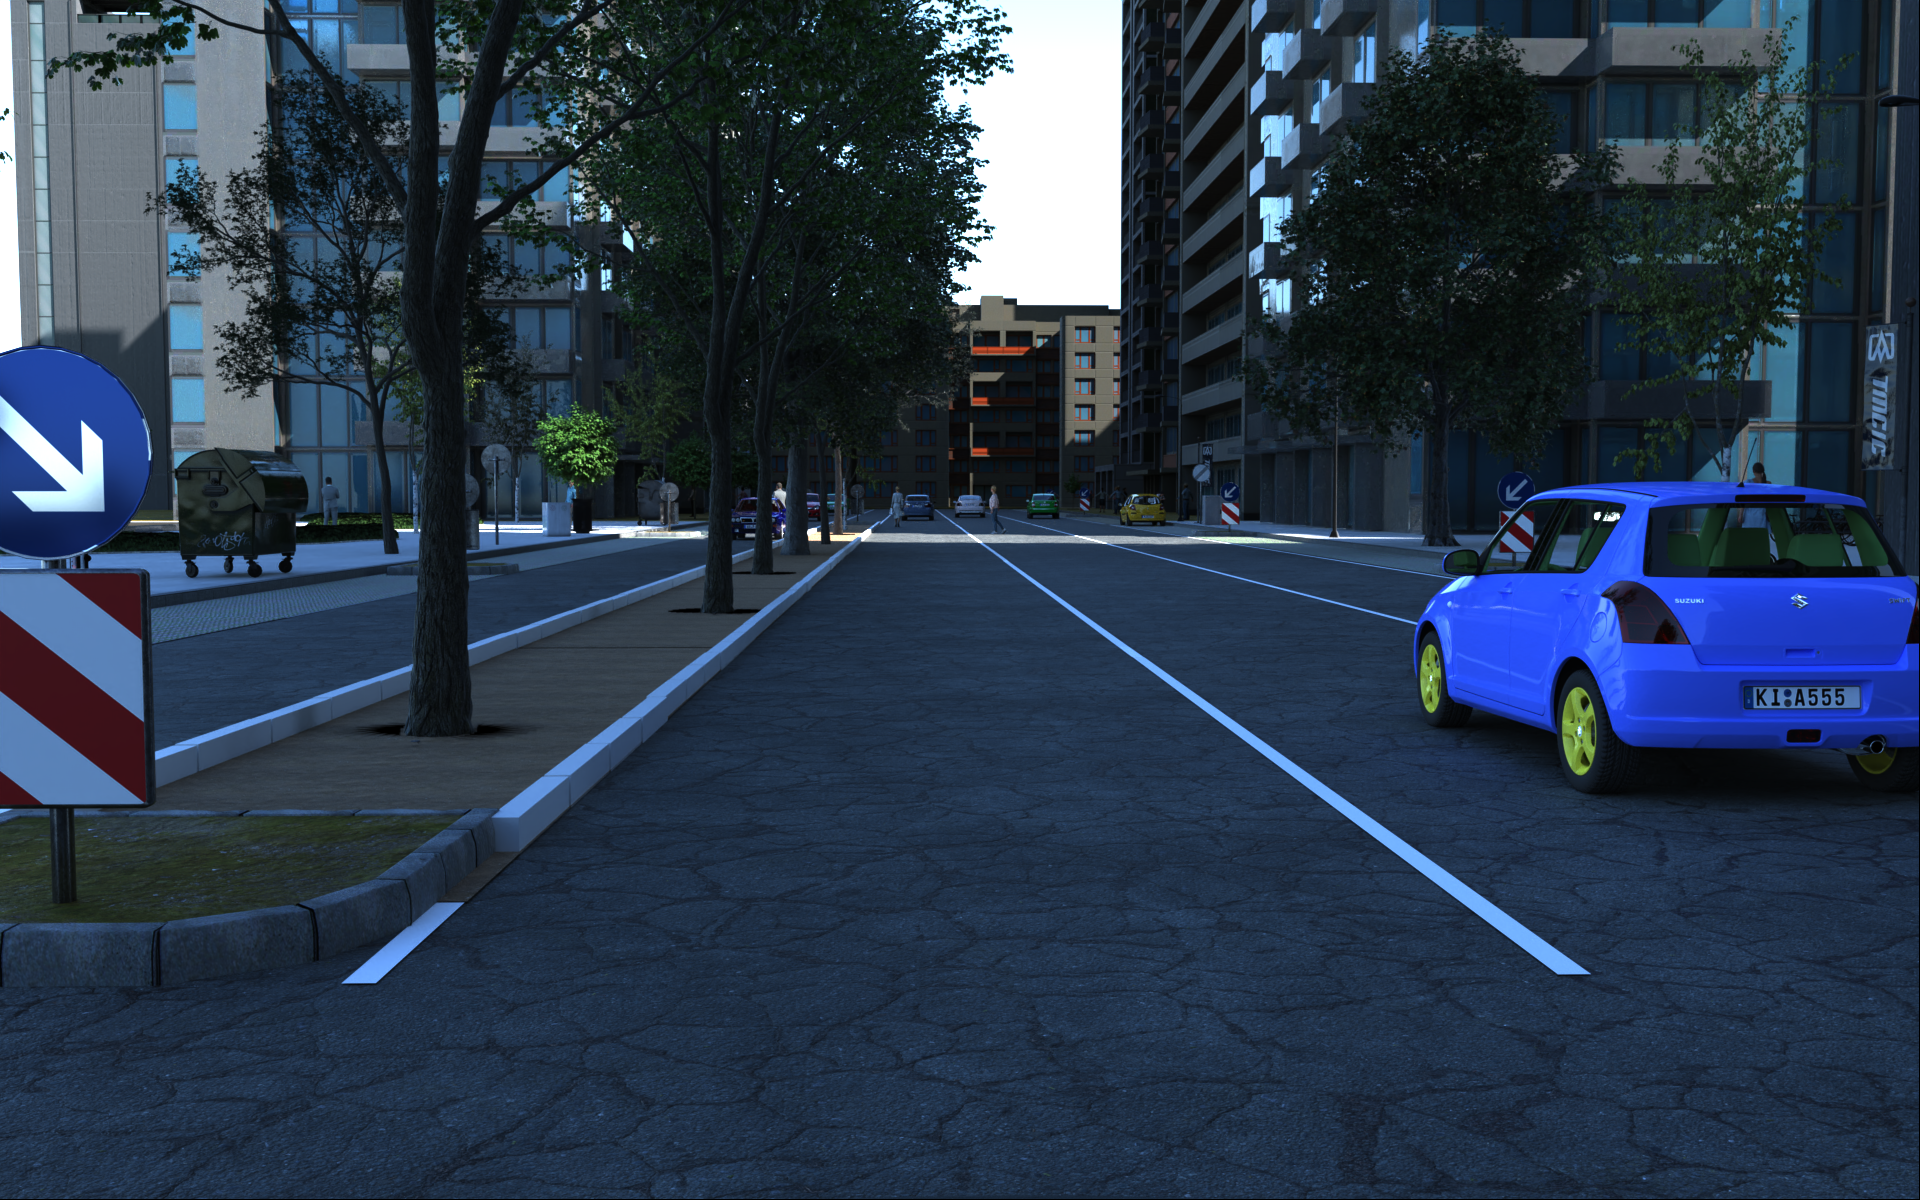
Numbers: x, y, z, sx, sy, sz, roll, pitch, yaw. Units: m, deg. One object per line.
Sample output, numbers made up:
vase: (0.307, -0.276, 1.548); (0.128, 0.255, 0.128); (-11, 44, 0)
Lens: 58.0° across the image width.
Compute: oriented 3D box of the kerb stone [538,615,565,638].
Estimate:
kerb stone: (-4.191, 0.284, 17.560); (0.120, 0.150, 1.000); (0, 4, -2)

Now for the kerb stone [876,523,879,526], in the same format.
kerb stone: (-3.509, -2.982, 70.947); (0.120, 0.150, 1.000); (0, 4, -2)

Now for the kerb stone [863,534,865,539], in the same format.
kerb stone: (-3.021, -1.844, 52.503); (0.120, 0.150, 1.000); (0, 4, -2)

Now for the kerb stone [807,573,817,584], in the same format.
kerb stone: (-2.342, -0.281, 26.852); (0.120, 0.150, 1.000); (0, 4, -2)

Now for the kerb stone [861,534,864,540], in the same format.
kerb stone: (-2.999, -1.791, 51.470); (0.120, 0.150, 1.000); (0, 4, -2)

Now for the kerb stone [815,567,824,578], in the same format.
kerb stone: (-2.397, -0.409, 28.895); (0.120, 0.150, 1.000); (0, 4, -2)

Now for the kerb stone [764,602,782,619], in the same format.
kerb stone: (-2.154, 0.154, 19.675); (0.120, 0.150, 1.000); (0, 4, -2)

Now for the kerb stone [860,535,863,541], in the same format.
kerb stone: (-2.970, -1.726, 50.447); (0.120, 0.150, 1.000); (0, 4, -2)

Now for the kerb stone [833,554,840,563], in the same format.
kerb stone: (-2.567, -0.786, 35.054); (0.120, 0.150, 1.000); (0, 4, -2)

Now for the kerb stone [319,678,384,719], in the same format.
kerb stone: (-4.034, 0.659, 11.425); (0.120, 0.150, 1.000); (0, 4, -2)

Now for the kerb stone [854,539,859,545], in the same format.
kerb stone: (-2.854, -1.477, 46.345); (0.120, 0.150, 1.000); (0, 4, -2)

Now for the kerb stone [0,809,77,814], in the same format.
kerb stone: (-3.924, 0.909, 7.329); (0.120, 0.150, 1.000); (0, 4, -2)

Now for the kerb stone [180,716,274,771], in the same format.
kerb stone: (-3.977, 0.784, 9.380); (0.120, 0.150, 1.000); (0, 4, -2)

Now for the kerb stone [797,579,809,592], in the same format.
kerb stone: (-2.289, -0.160, 24.804); (0.120, 0.150, 1.000); (0, 4, -2)

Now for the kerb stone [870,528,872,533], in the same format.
kerb stone: (-3.238, -2.355, 60.693); (0.120, 0.150, 1.000); (0, 4, -2)

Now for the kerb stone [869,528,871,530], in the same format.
kerb stone: (-3.212, -2.292, 59.671); (0.120, 0.150, 1.000); (0, 4, -2)

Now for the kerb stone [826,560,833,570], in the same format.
kerb stone: (-2.479, -0.598, 31.979); (0.120, 0.150, 1.000); (0, 4, -2)

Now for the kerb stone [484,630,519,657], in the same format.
kerb stone: (-4.147, 0.409, 15.514); (0.120, 0.150, 1.000); (0, 4, -2)

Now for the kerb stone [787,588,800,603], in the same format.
kerb stone: (-2.231, -0.024, 22.747); (0.120, 0.150, 1.000); (0, 4, -2)

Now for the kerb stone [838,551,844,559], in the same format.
kerb stone: (-2.616, -0.912, 37.104); (0.120, 0.150, 1.000); (0, 4, -2)

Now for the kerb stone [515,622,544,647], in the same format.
kerb stone: (-4.166, 0.350, 16.536); (0.120, 0.150, 1.000); (0, 4, -2)

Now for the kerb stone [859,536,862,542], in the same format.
kerb stone: (-2.943, -1.665, 49.425); (0.120, 0.150, 1.000); (0, 4, -2)

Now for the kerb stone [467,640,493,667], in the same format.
kerb stone: (-4.112, 0.471, 14.492); (0.120, 0.150, 1.000); (0, 4, -2)

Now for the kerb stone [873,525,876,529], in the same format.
kerb stone: (-3.371, -2.669, 65.827); (0.120, 0.150, 1.000); (0, 4, -2)

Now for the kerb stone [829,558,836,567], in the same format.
kerb stone: (-2.495, -0.658, 33.002); (0.120, 0.150, 1.000); (0, 4, -2)

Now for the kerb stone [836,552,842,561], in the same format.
kerb stone: (-2.587, -0.849, 36.082); (0.120, 0.150, 1.000); (0, 4, -2)

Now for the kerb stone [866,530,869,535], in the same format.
kerb stone: (-3.130, -2.105, 56.605); (0.120, 0.150, 1.000); (0, 4, -2)

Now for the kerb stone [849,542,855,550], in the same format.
kerb stone: (-2.772, -1.288, 43.267); (0.120, 0.150, 1.000); (0, 4, -2)

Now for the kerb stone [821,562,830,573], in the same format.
kerb stone: (-2.448, -0.536, 30.958); (0.120, 0.150, 1.000); (0, 4, -2)

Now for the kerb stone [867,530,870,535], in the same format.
kerb stone: (-3.156, -2.167, 57.627); (0.120, 0.150, 1.000); (0, 4, -2)

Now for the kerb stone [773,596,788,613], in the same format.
kerb stone: (-2.177, 0.092, 20.698); (0.120, 0.150, 1.000); (0, 4, -2)

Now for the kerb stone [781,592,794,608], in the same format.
kerb stone: (-2.204, 0.030, 21.720); (0.120, 0.150, 1.000); (0, 4, -2)

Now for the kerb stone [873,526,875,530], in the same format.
kerb stone: (-3.348, -2.606, 64.800); (0.120, 0.150, 1.000); (0, 4, -2)

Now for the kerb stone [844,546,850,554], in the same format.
kerb stone: (-2.700, -1.096, 40.185); (0.120, 0.150, 1.000); (0, 4, -2)

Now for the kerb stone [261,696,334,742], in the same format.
kerb stone: (-4.004, 0.724, 10.402); (0.120, 0.150, 1.000); (0, 4, -2)

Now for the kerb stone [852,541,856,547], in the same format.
kerb stone: (-2.798, -1.349, 44.291); (0.120, 0.150, 1.000); (0, 4, -2)

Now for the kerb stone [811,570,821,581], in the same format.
kerb stone: (-2.372, -0.345, 27.873); (0.120, 0.150, 1.000); (0, 4, -2)

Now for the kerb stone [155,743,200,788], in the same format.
kerb stone: (-3.948, 0.849, 8.355); (0.120, 0.150, 1.000); (0, 4, -2)

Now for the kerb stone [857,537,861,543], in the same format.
kerb stone: (-2.916, -1.603, 48.403); (0.120, 0.150, 1.000); (0, 4, -2)

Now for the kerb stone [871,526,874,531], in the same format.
kerb stone: (-3.325, -2.541, 63.773); (0.120, 0.150, 1.000); (0, 4, -2)

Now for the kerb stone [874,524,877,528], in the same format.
kerb stone: (-3.434, -2.794, 67.872); (0.120, 0.150, 1.000); (0, 4, -2)

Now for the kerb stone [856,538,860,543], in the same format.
kerb stone: (-2.888, -1.540, 47.367); (0.120, 0.150, 1.000); (0, 4, -2)

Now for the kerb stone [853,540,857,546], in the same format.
kerb stone: (-2.830, -1.411, 45.318); (0.120, 0.150, 1.000); (0, 4, -2)

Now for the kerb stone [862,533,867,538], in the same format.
kerb stone: (-3.042, -1.916, 53.524); (0.120, 0.150, 1.000); (0, 4, -2)

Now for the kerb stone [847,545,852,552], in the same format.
kerb stone: (-2.719, -1.163, 41.212); (0.120, 0.150, 1.000); (0, 4, -2)

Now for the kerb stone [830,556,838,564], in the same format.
kerb stone: (-2.528, -0.717, 34.033); (0.120, 0.150, 1.000); (0, 4, -2)

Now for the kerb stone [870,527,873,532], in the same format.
kerb stone: (-3.266, -2.414, 61.715); (0.120, 0.150, 1.000); (0, 4, -2)

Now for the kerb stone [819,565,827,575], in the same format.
kerb stone: (-2.421, -0.473, 29.928); (0.120, 0.150, 1.000); (0, 4, -2)

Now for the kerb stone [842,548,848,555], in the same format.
kerb stone: (-2.675, -1.037, 39.156); (0.120, 0.150, 1.000); (0, 4, -2)

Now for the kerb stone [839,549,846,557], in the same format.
kerb stone: (-2.640, -0.975, 38.134); (0.120, 0.150, 1.000); (0, 4, -2)

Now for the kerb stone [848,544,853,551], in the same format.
kerb stone: (-2.749, -1.223, 42.240); (0.120, 0.150, 1.000); (0, 4, -2)

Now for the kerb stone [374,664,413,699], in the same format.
kerb stone: (-4.059, 0.601, 12.447); (0.120, 0.150, 1.000); (0, 4, -2)

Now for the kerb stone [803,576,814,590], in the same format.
kerb stone: (-2.303, -0.220, 25.826); (0.120, 0.150, 1.000); (0, 4, -2)

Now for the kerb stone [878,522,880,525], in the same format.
kerb stone: (-3.564, -3.107, 73.000); (0.120, 0.150, 1.000); (0, 4, -2)

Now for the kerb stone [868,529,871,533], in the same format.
kerb stone: (-3.185, -2.230, 58.649); (0.120, 0.150, 1.000); (0, 4, -2)

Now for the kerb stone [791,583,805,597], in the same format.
kerb stone: (-2.255, -0.097, 23.778); (0.120, 0.150, 1.000); (0, 4, -2)

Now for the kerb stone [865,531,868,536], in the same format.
kerb stone: (-3.104, -2.037, 55.579); (0.120, 0.150, 1.000); (0, 4, -2)

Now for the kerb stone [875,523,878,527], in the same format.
kerb stone: (-3.485, -2.919, 69.924); (0.120, 0.150, 1.000); (0, 4, -2)
